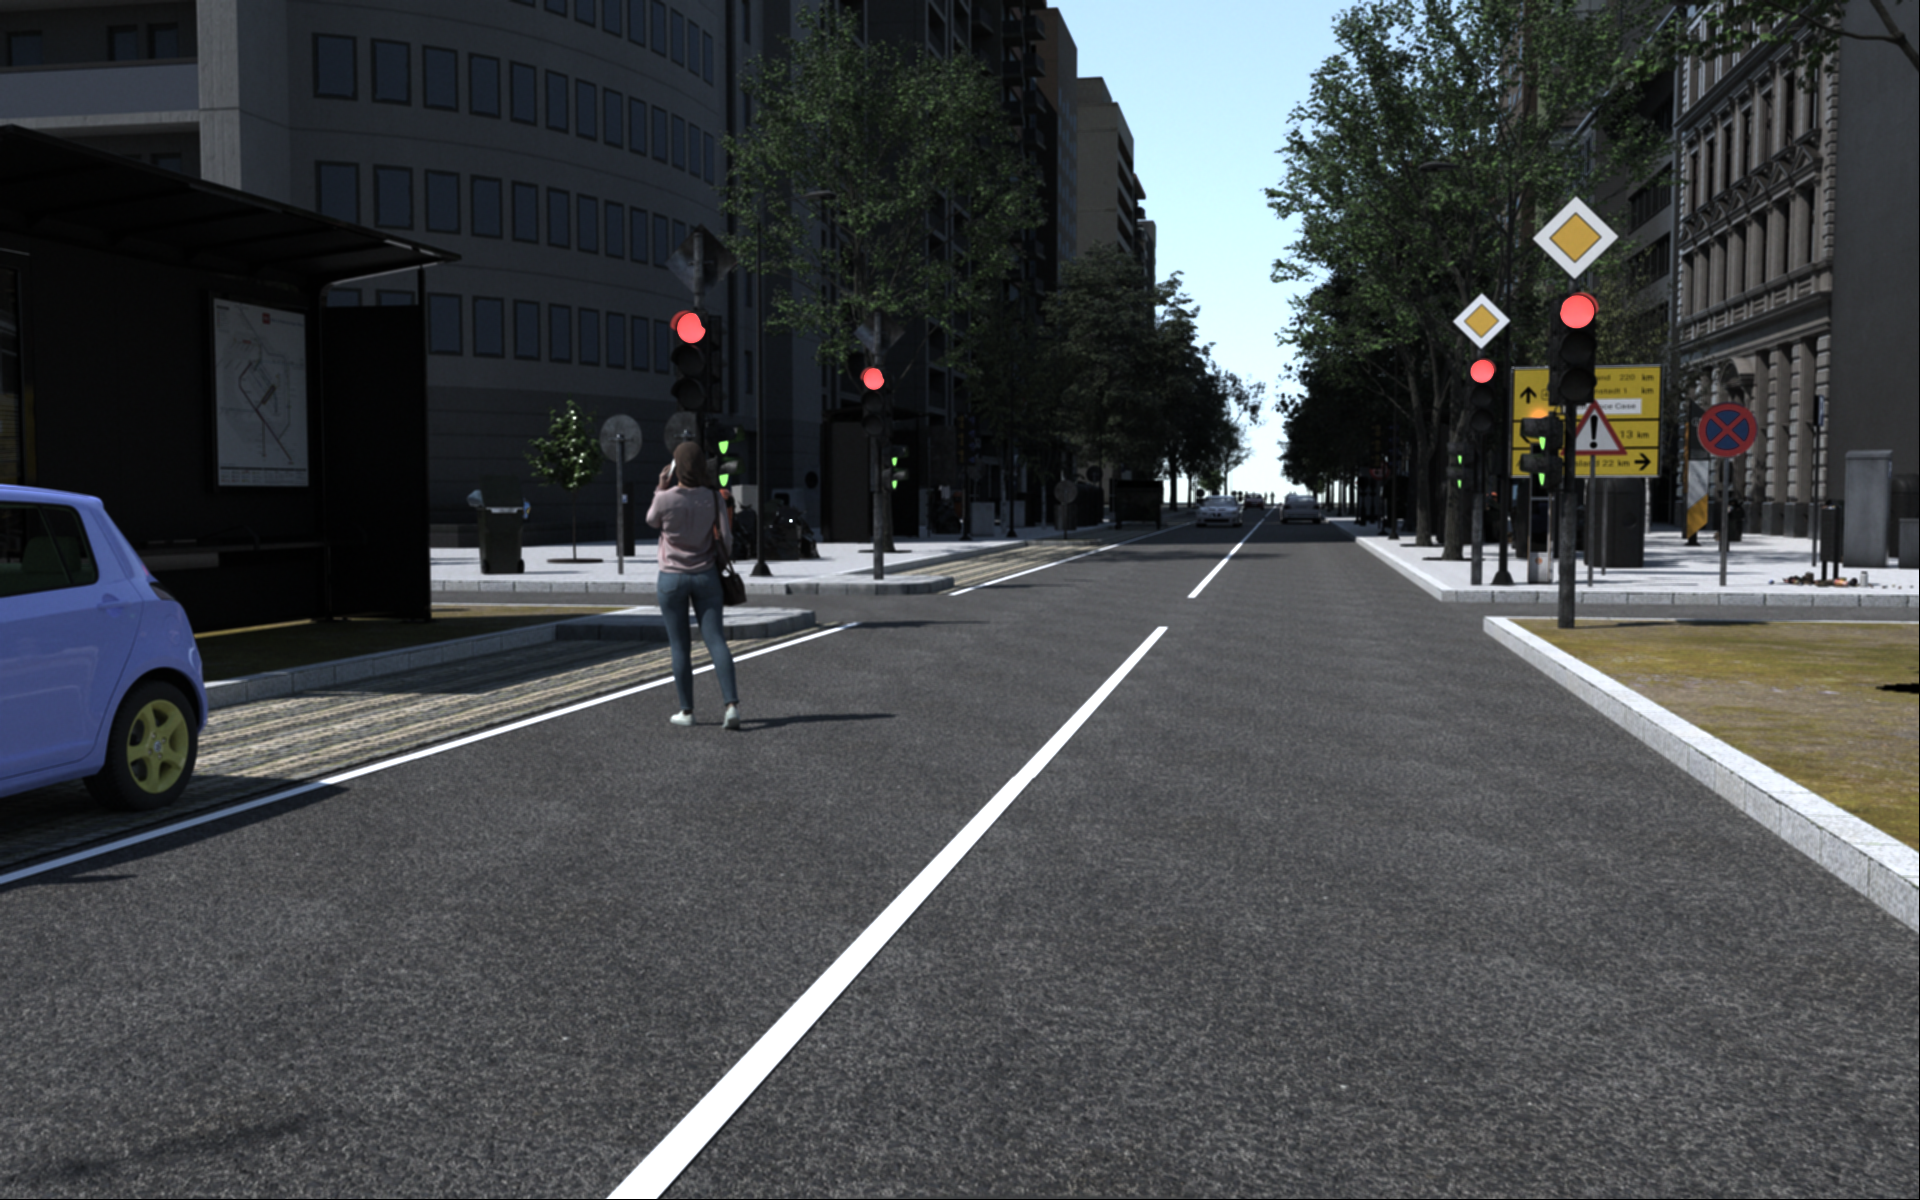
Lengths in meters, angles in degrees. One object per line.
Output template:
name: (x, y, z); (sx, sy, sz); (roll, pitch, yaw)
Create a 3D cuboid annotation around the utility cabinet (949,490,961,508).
utility cabinet: (-0.239, -5.708, 102.003); (1.173, 1.500, 0.318); (0, 4, -3)

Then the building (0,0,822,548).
building: (-18.145, -31.229, 52.597); (21.231, 58.520, 28.212); (1, 4, 11)

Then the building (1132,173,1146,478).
building: (13.214, -35.339, 232.424); (22.147, 44.769, 28.867); (1, 4, 11)

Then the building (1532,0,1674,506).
building: (42.525, -25.869, 106.546); (14.154, 41.232, 14.086); (1, 4, 11)

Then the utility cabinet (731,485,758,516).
utility cabinet: (-5.260, -2.081, 42.705); (0.318, 1.500, 1.173); (1, 4, 18)

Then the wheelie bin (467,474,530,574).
wheelie bin: (-7.443, -1.222, 27.895); (0.980, 1.594, 0.693); (-2, 4, -28)

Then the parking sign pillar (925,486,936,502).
parking sign pillar: (-1.264, -5.225, 73.899); (1.447, 3.967, 1.447); (0, 4, -5)

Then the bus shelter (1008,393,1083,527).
bus shelter: (3.470, -5.728, 71.284); (2.179, 5.291, 8.768); (1, 4, 10)

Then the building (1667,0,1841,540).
building: (30.343, -13.869, 55.643); (11.050, 23.489, 19.941); (1, 4, 11)

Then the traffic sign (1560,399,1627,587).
traffic sign: (8.716, -1.460, 23.880); (0.884, 2.594, 0.081); (1, 4, 11)

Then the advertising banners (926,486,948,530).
advertising banners: (-0.786, -4.046, 62.342); (0.090, 3.025, 2.074); (1, 4, 21)

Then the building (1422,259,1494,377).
building: (60.601, -26.287, 201.491); (14.160, 30.474, 14.107); (1, 4, 11)

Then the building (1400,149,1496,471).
building: (67.278, -34.697, 221.913); (22.147, 44.769, 28.867); (1, 4, 11)

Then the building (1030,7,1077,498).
building: (2.991, -31.139, 159.233); (14.600, 45.320, 14.200); (1, 4, 11)

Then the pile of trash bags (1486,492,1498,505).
pile of trash bags: (29.486, -4.984, 91.240); (3.447, 1.369, 1.912); (1, 4, 9)

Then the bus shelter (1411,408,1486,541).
bus shelter: (14.111, -3.606, 50.239); (1.731, 3.624, 6.357); (1, 4, 11)

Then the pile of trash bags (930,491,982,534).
pile of trash bags: (-0.024, -2.888, 56.967); (1.912, 1.369, 3.447); (0, 4, -2)

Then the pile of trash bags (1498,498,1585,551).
pile of trash bags: (13.788, -1.868, 40.298); (1.912, 1.369, 3.447); (1, 4, 10)

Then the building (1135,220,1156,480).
building: (20.973, -34.819, 252.887); (14.154, 41.232, 14.086); (1, 4, 11)

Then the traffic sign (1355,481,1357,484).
traffic sign: (21.426, -5.626, 91.992); (0.884, 2.594, 0.081); (1, 4, 17)

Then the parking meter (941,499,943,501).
parking meter: (-1.108, -5.691, 98.751); (0.255, 1.863, 0.399); (-1, 4, -18)

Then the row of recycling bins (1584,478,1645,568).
row of recycling bins: (11.900, -1.494, 31.538); (1.069, 1.692, 3.534); (1, 4, 20)

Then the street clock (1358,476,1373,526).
street clock: (16.244, -3.988, 69.775); (0.358, 2.002, 0.471); (-1, 4, -21)

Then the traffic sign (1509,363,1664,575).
traffic sign: (9.880, -2.051, 27.413); (2.265, 3.308, 0.079); (1, 4, 18)

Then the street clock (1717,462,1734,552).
street clock: (17.068, -2.083, 38.629); (0.358, 2.002, 0.471); (2, 4, 31)

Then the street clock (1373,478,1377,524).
street clock: (17.862, -4.305, 74.951); (0.358, 2.002, 0.471); (1, 4, 21)

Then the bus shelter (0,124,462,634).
bus shelter: (-6.300, -1.405, 14.254); (1.731, 3.624, 6.357); (1, 4, 11)

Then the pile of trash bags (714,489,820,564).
pile of trash bags: (-4.024, -1.442, 33.325); (1.912, 1.369, 3.447); (1, 4, 15)

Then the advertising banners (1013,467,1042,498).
advertising banners: (3.810, -6.257, 98.483); (2.074, 3.025, 0.090); (-2, 4, -25)

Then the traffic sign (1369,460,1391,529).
traffic sign: (15.554, -3.919, 64.190); (0.768, 2.556, 0.104); (1, 4, 18)

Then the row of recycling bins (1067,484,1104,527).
row of recycling bins: (4.842, -3.803, 69.285); (1.069, 1.692, 3.534); (1, 4, 13)

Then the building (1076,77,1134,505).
building: (9.083, -35.672, 206.934); (21.300, 48.544, 21.600); (1, 4, 11)

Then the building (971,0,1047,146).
building: (-5.110, -29.619, 138.901); (22.147, 44.769, 28.867); (1, 4, 11)

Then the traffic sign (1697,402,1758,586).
traffic sign: (10.653, -1.468, 24.108); (0.768, 2.556, 0.104); (1, 4, 20)

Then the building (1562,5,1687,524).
building: (37.303, -15.956, 79.940); (14.314, 24.678, 30.058); (1, 4, 11)

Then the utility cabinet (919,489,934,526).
utility cabinet: (-1.368, -3.745, 69.906); (0.318, 1.500, 1.173); (1, 4, 15)

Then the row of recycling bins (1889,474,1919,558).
row of recycling bins: (19.628, -1.777, 36.170); (1.069, 1.692, 3.534); (1, 4, 23)

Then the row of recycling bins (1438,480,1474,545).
row of recycling bins: (12.990, -2.333, 45.262); (1.069, 1.692, 3.534); (1, 4, 13)

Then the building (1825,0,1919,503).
building: (33.857, -14.900, 37.117); (24.014, 27.812, 14.314); (1, 4, 11)

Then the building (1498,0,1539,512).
building: (45.247, -28.756, 120.274); (14.600, 45.320, 14.200); (1, 4, 11)

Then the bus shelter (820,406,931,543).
bus shelter: (-2.263, -3.472, 48.049); (1.731, 3.624, 6.357); (1, 4, 11)

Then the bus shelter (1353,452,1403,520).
bus shelter: (19.635, -5.365, 81.638); (2.014, 3.302, 5.546); (1, 4, 11)

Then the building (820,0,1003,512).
building: (-7.979, -41.300, 113.507); (20.563, 71.187, 20.611); (1, 4, 11)

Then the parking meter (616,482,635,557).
parking meter: (-6.890, -1.667, 35.659); (0.372, 1.533, 0.369); (0, 3, 0)

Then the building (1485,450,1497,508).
building: (53.200, -50.651, 140.821); (22.319, 86.520, 31.000); (1, 4, 11)

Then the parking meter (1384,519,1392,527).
parking meter: (16.610, -3.753, 67.080); (0.255, 1.863, 0.399); (3, 5, 43)
